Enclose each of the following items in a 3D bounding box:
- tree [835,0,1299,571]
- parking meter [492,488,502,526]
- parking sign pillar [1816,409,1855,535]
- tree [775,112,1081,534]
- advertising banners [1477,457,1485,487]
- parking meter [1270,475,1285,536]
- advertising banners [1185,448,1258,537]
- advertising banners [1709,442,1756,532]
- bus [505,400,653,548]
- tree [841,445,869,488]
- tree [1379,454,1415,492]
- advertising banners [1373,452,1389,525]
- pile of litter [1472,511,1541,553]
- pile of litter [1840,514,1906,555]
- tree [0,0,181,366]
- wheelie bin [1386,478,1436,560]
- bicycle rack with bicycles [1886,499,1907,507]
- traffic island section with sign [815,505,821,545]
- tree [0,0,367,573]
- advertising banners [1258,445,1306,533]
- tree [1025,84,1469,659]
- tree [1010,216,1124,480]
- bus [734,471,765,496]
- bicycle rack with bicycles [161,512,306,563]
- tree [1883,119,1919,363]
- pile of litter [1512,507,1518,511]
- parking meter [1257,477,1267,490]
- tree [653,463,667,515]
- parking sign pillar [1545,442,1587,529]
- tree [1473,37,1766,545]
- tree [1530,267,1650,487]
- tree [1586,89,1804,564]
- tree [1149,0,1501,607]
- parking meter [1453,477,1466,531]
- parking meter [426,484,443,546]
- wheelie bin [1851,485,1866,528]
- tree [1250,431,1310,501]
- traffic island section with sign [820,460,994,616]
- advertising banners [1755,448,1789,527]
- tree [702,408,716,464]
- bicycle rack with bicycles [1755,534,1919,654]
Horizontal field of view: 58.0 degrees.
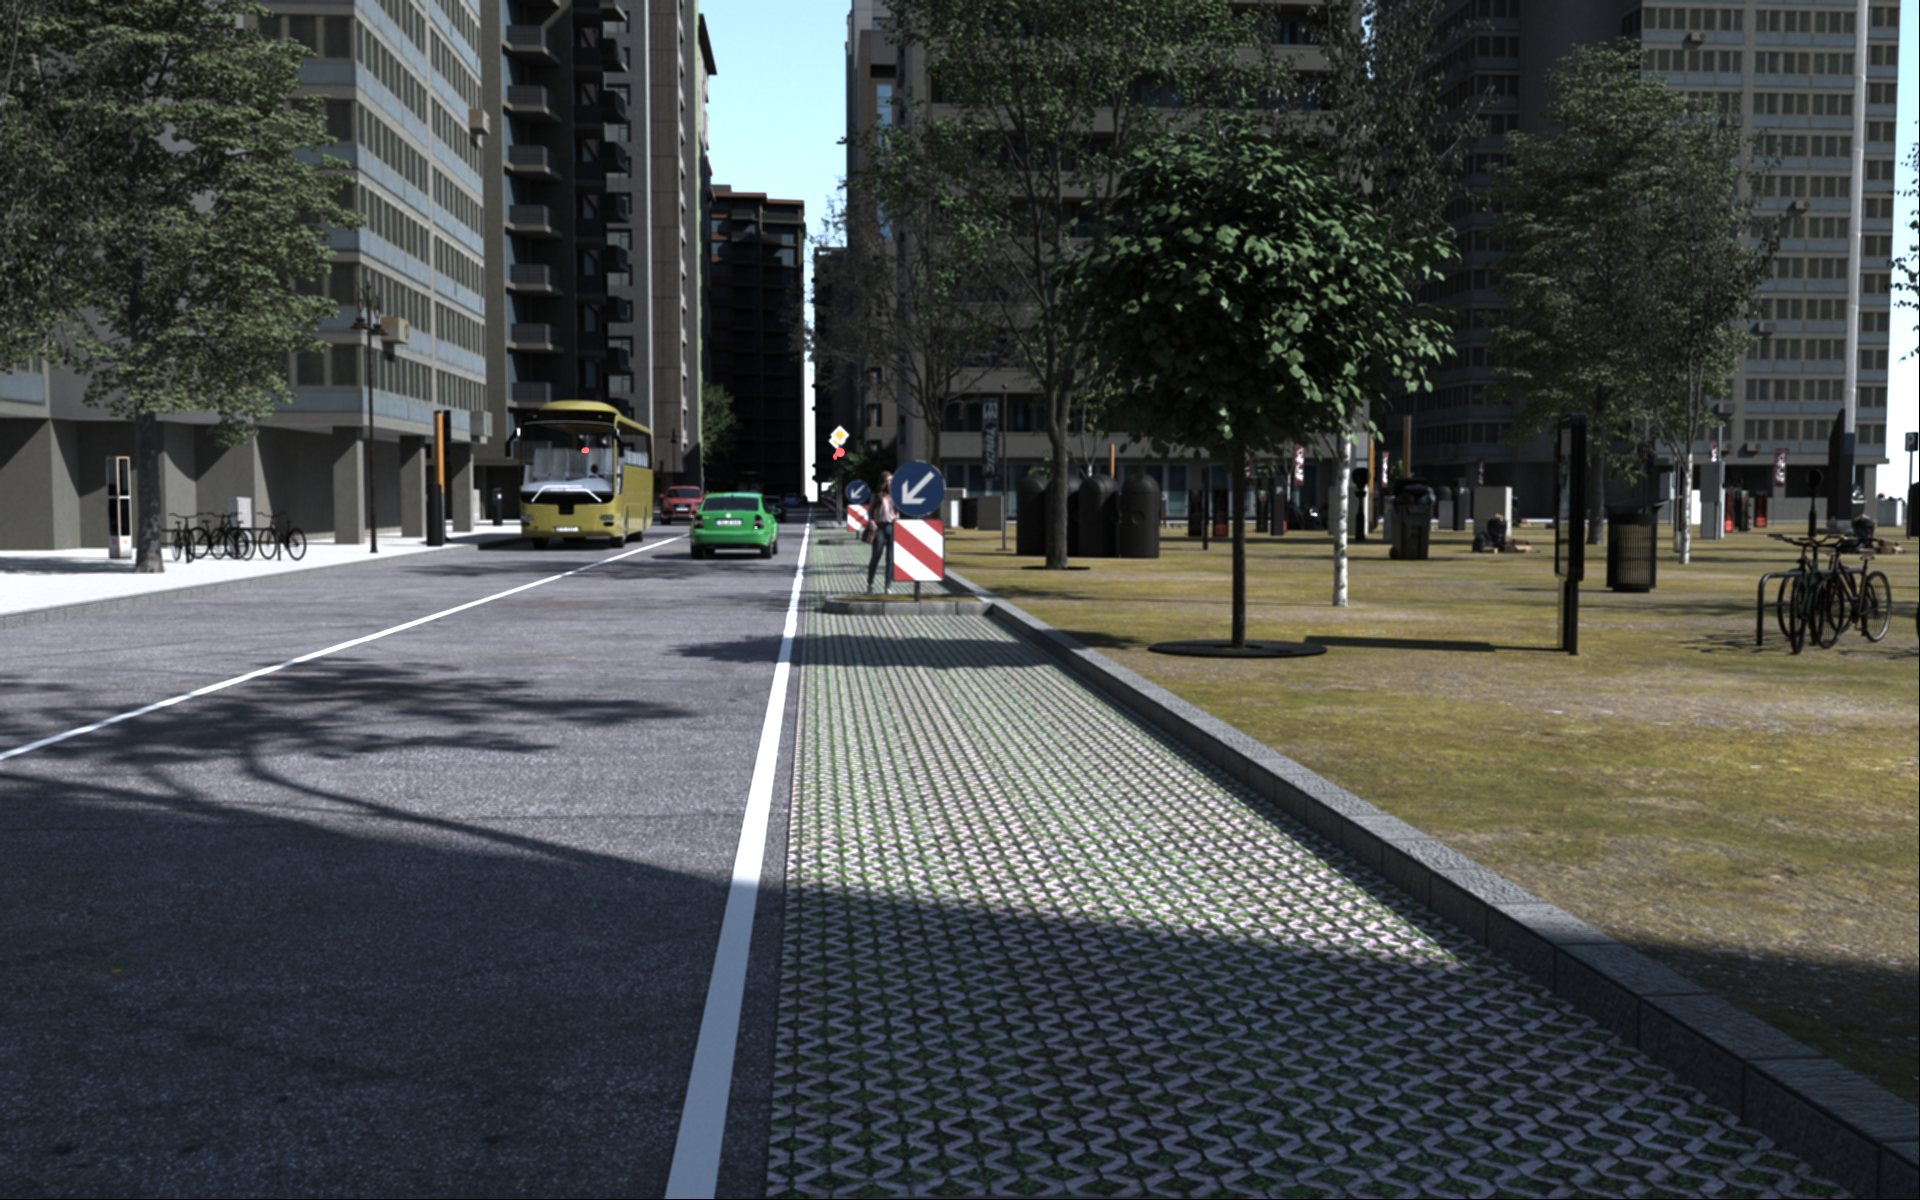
[{"bbox_3d":[1.674,-6.311,28.940,9.928,11.665,9.643,0,3,0],"label":"tree"},{"bbox_3d":[-18.591,-3.742,69.598,0.372,1.533,0.369,0,3,0],"label":"parking meter"},{"bbox_3d":[28.134,-4.091,55.356,1.447,3.967,1.447,1,4,13],"label":"parking sign pillar"},{"bbox_3d":[-0.805,-8.890,55.717,12.009,13.543,11.850,0,3,0],"label":"tree"},{"bbox_3d":[25.300,-5.269,82.341,0.090,3.025,2.074,-2,4,-26],"label":"advertising banners"},{"bbox_3d":[9.696,-2.890,52.967,0.399,1.863,0.255,-1,4,-12],"label":"parking meter"},{"bbox_3d":[7.742,-3.389,51.596,2.074,3.025,0.090,1,4,21],"label":"advertising banners"},{"bbox_3d":[25.965,-3.807,58.431,2.074,3.025,0.090,-2,4,-27],"label":"advertising banners"},{"bbox_3d":[-10.425,-3.517,49.057,2.896,3.916,12.252,0,4,-6],"label":"bus"},{"bbox_3d":[-4.889,-7.486,106.112,4.285,4.588,4.351,0,3,0],"label":"tree"},{"bbox_3d":[22.617,-5.760,88.776,1.663,3.219,1.824,0,3,0],"label":"tree"},{"bbox_3d":[17.064,-4.590,71.236,2.074,3.025,0.090,-3,5,-43],"label":"advertising banners"},{"bbox_3d":[11.995,-1.472,38.038,1.719,0.858,1.176,-1,4,-9],"label":"pile of litter"},{"bbox_3d":[19.669,-1.421,37.206,1.719,0.858,1.176,-1,4,-16],"label":"pile of litter"},{"bbox_3d":[-11.414,-4.253,19.903,4.360,8.622,3.978,0,3,0],"label":"tree"},{"bbox_3d":[8.825,-1.582,33.781,0.980,1.594,0.693,-1,4,-8],"label":"wheelie bin"},{"bbox_3d":[62.733,-6.305,116.465,2.925,0.926,2.852,0,4,4],"label":"bicycle rack with bicycles"},{"bbox_3d":[-3.018,-2.471,49.024,1.989,1.847,2.006,0,4,-5],"label":"traffic island section with sign"},{"bbox_3d":[-13.591,-6.727,28.107,7.486,12.596,7.792,0,3,0],"label":"tree"},{"bbox_3d":[10.661,-3.753,57.554,2.074,3.025,0.090,-2,4,-24],"label":"advertising banners"},{"bbox_3d":[2.228,-1.861,14.135,4.285,4.588,4.351,0,3,0],"label":"tree"},{"bbox_3d":[3.403,-5.879,46.478,4.737,8.622,4.395,0,3,0],"label":"tree"},{"bbox_3d":[-22.880,-12.107,189.491,2.896,3.916,12.252,0,4,-4],"label":"bus"},{"bbox_3d":[-14.384,-1.229,33.472,2.925,0.926,2.852,3,5,43],"label":"bicycle rack with bicycles"},{"bbox_3d":[18.703,-4.952,31.322,4.737,8.622,4.395,0,3,0],"label":"tree"},{"bbox_3d":[21.954,-3.310,68.077,1.176,0.858,1.719,3,4,38],"label":"pile of litter"},{"bbox_3d":[10.449,-3.315,59.910,0.255,1.863,0.399,-1,4,-10],"label":"parking meter"},{"bbox_3d":[-19.082,-6.918,107.708,1.663,3.219,1.824,0,3,0],"label":"tree"},{"bbox_3d":[22.369,-4.609,63.822,1.447,3.967,1.447,0,4,-7],"label":"parking sign pillar"},{"bbox_3d":[16.538,-7.682,43.727,7.486,12.596,7.792,0,3,0],"label":"tree"},{"bbox_3d":[20.152,-6.396,54.943,4.737,8.622,4.395,0,3,0],"label":"tree"},{"bbox_3d":[13.192,-4.980,31.790,4.360,8.622,3.978,0,3,0],"label":"tree"},{"bbox_3d":[4.323,-4.247,19.803,4.360,8.622,3.978,0,3,0],"label":"tree"},{"bbox_3d":[17.315,-3.325,60.069,0.399,1.863,0.255,-2,4,-26],"label":"parking meter"},{"bbox_3d":[-12.913,-2.087,42.527,0.372,1.533,0.369,0,3,0],"label":"parking meter"},{"bbox_3d":[29.439,-3.021,57.304,0.980,1.594,0.693,-1,4,-12],"label":"wheelie bin"},{"bbox_3d":[12.916,-7.229,68.562,4.737,8.622,4.395,0,3,0],"label":"tree"},{"bbox_3d":[-0.670,-0.769,21.200,1.989,1.847,2.006,0,4,-5],"label":"traffic island section with sign"},{"bbox_3d":[30.729,-4.300,66.488,2.074,3.025,0.090,0,4,2],"label":"advertising banners"},{"bbox_3d":[-21.784,-11.635,140.596,4.737,8.622,4.395,0,3,0],"label":"tree"},{"bbox_3d":[7.759,-0.062,14.390,2.925,0.926,2.852,-2,4,-35],"label":"bicycle rack with bicycles"}]
